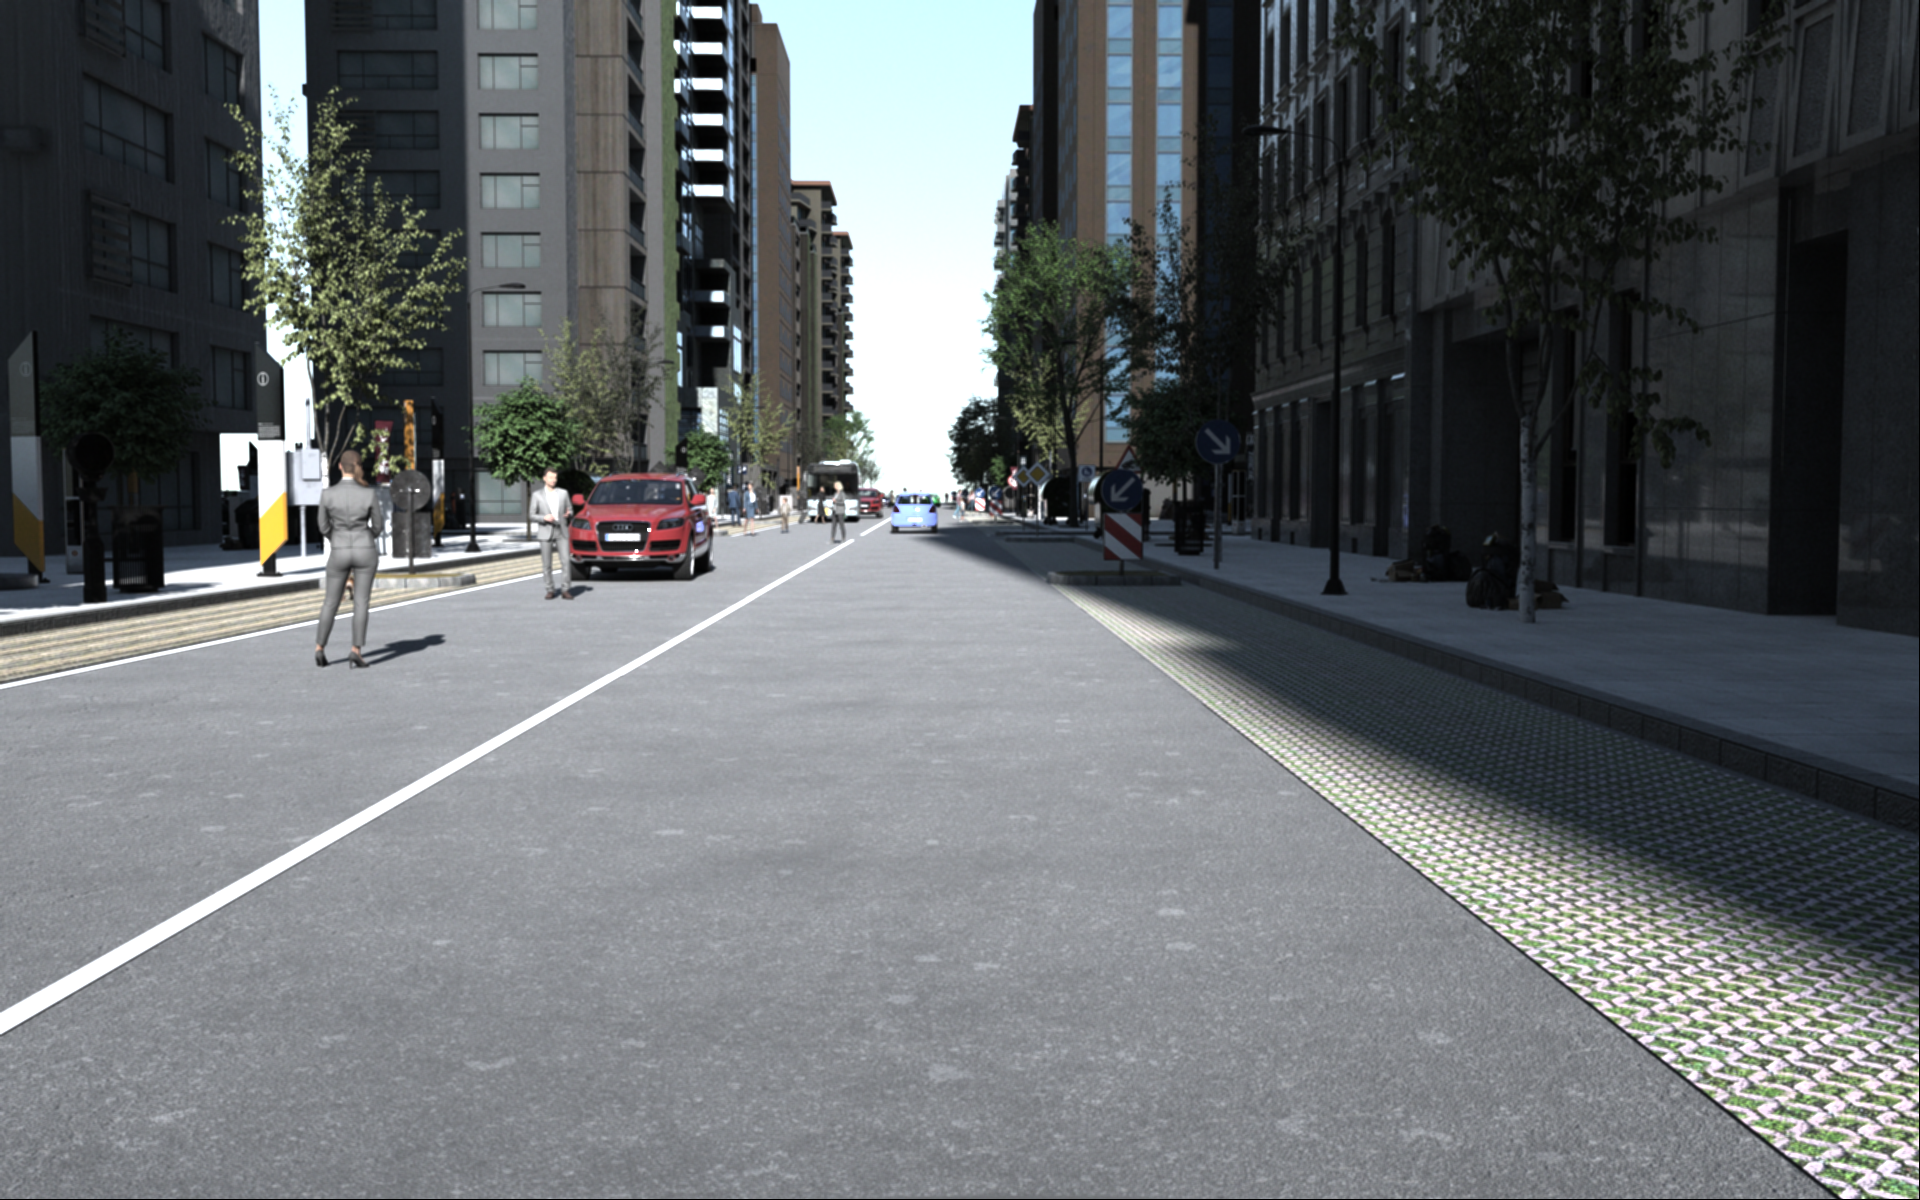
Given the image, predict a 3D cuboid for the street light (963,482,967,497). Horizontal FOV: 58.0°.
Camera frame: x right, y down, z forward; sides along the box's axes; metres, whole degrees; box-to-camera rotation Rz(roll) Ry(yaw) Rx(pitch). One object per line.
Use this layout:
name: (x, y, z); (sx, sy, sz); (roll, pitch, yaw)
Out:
street light: (1.382, -14.627, 211.687); (1.470, 5.913, 1.316); (0, 4, -1)

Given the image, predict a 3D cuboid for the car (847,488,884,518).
car: (-5.676, -5.826, 103.932); (2.281, 1.827, 5.304); (0, 4, 0)

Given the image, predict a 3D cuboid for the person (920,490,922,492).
person: (-3.472, -9.056, 156.437); (0.599, 1.838, 0.709); (0, 4, 1)

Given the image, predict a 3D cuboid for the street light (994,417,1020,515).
street light: (2.975, -8.095, 104.901); (1.470, 5.913, 1.316); (0, 4, -1)

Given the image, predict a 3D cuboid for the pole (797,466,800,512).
pole: (-11.808, -8.123, 126.659); (0.158, 3.312, 0.155); (0, 3, 0)

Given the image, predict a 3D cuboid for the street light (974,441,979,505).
street light: (2.206, -10.923, 151.129); (1.470, 5.913, 1.316); (0, 4, -1)

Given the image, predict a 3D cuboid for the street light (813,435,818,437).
street light: (-11.849, -10.034, 136.599); (1.470, 5.913, 1.316); (0, 4, -1)

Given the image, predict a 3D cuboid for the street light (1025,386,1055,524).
street light: (3.471, -6.176, 73.511); (1.470, 5.913, 1.316); (0, 4, -1)

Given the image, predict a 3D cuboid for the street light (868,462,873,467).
street light: (-13.463, -17.076, 251.738); (1.470, 5.913, 1.316); (0, 4, -1)

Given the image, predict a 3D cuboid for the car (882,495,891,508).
car: (-8.220, -10.401, 182.643); (1.945, 1.354, 3.894); (0, 4, -3)

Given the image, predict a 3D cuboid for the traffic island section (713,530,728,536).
traffic island section: (-9.198, -2.326, 60.317); (2.009, 0.180, 2.903); (0, 4, -1)

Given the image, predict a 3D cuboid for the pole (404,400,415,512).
pole: (-11.960, -2.679, 37.647); (0.158, 3.312, 0.155); (0, 3, 0)

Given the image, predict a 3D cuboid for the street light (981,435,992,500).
street light: (2.496, -9.969, 135.531); (1.470, 5.913, 1.316); (0, 4, -1)

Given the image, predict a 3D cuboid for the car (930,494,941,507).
car: (-3.038, -10.877, 186.632); (1.959, 1.807, 4.718); (0, 4, -1)

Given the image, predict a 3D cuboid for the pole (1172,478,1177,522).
pole: (9.990, -5.298, 80.462); (0.158, 3.312, 0.155); (0, 3, 0)

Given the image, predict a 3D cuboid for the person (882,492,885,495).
person: (-11.814, -15.791, 266.819); (1.348, 1.807, 0.705); (0, 4, 3)

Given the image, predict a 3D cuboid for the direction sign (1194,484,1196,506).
direction sign: (8.500, -4.317, 62.586); (0.379, 3.537, 0.876); (-1, 4, -13)

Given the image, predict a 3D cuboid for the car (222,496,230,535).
car: (-23.653, -2.756, 54.848); (4.222, 1.686, 2.009); (0, 4, -3)

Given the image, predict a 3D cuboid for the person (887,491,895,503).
person: (-9.877, -14.387, 243.804); (1.350, 1.814, 0.705); (0, 4, -6)

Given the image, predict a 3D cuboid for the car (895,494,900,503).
car: (-9.296, -15.915, 272.205); (2.014, 1.417, 4.499); (0, 4, 0)

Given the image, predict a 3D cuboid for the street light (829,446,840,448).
street light: (-12.270, -11.901, 167.114); (1.470, 5.913, 1.316); (0, 4, -1)

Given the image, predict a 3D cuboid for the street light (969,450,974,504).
street light: (1.820, -12.775, 181.409); (1.470, 5.913, 1.316); (0, 4, -1)

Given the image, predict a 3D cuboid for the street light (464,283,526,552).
street light: (-10.241, -4.015, 38.181); (1.470, 5.913, 1.316); (0, 4, -1)

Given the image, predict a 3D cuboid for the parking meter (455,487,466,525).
parking meter: (-18.684, -3.447, 64.775); (0.372, 1.533, 0.369); (0, 3, 0)

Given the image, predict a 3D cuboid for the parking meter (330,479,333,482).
parking meter: (-25.059, -3.861, 68.838); (0.255, 1.863, 0.399); (-2, 4, -29)

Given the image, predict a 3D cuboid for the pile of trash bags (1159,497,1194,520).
pile of trash bags: (11.644, -4.728, 87.049); (3.447, 1.369, 1.912); (3, 4, 36)

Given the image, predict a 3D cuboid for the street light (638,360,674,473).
street light: (-10.605, -5.361, 60.189); (1.470, 5.913, 1.316); (0, 4, -1)

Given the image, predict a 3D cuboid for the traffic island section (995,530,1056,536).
traffic island section: (2.242, -2.337, 60.486); (2.009, 0.180, 2.903); (0, 4, -1)

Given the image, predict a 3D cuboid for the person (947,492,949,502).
person: (-2.140, -17.433, 294.450); (0.530, 1.710, 0.541); (-2, 4, -29)

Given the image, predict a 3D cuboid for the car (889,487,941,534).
car: (-1.678, -3.339, 64.184); (1.945, 1.707, 3.694); (0, 4, -1)

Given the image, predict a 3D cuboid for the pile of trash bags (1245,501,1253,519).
pile of trash bags: (14.658, -4.854, 89.113); (1.912, 1.369, 3.447); (-2, 4, -26)

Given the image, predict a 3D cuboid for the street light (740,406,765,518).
street light: (-11.023, -7.288, 91.706); (1.470, 5.913, 1.316); (0, 4, -1)

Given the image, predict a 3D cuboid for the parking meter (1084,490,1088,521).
parking meter: (6.020, -4.608, 83.756); (0.372, 1.533, 0.369); (0, 3, 0)

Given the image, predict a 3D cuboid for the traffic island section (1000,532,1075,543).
traffic island section: (2.364, -1.848, 52.501); (2.009, 0.180, 2.903); (0, 4, -1)

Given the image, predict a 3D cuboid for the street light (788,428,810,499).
street light: (-11.538, -9.140, 121.984); (1.470, 5.913, 1.316); (0, 4, -1)

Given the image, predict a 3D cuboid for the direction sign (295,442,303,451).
direction sign: (-28.998, -5.142, 76.065); (0.379, 3.537, 0.876); (-3, 5, -41)

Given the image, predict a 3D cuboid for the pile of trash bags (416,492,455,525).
pile of trash bags: (-22.392, -3.828, 72.337); (3.447, 1.369, 1.912); (-2, 4, -34)

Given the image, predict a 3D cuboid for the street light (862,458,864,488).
street light: (-12.985, -15.175, 220.652); (1.470, 5.913, 1.316); (0, 4, -1)

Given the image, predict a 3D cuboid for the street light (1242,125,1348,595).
street light: (4.252, -3.025, 21.993); (1.470, 5.913, 1.316); (0, 4, -1)

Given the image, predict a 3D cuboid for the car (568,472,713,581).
car: (-5.517, -1.322, 30.292); (2.281, 1.827, 5.304); (0, 4, -3)

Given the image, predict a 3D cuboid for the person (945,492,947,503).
person: (-2.187, -16.695, 282.288); (0.721, 1.723, 1.217); (2, 4, 25)

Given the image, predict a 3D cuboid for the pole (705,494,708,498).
pole: (-14.940, -6.618, 102.047); (0.158, 3.312, 0.155); (0, 3, 0)

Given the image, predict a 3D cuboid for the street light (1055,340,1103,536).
street light: (3.735, -4.884, 52.395); (1.470, 5.913, 1.316); (0, 4, -1)

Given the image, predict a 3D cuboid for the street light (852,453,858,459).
street light: (-12.718, -13.791, 198.016); (1.470, 5.913, 1.316); (0, 4, -1)

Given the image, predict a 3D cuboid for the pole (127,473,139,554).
pole: (-17.794, -2.655, 37.245); (0.158, 3.312, 0.155); (0, 3, 0)
